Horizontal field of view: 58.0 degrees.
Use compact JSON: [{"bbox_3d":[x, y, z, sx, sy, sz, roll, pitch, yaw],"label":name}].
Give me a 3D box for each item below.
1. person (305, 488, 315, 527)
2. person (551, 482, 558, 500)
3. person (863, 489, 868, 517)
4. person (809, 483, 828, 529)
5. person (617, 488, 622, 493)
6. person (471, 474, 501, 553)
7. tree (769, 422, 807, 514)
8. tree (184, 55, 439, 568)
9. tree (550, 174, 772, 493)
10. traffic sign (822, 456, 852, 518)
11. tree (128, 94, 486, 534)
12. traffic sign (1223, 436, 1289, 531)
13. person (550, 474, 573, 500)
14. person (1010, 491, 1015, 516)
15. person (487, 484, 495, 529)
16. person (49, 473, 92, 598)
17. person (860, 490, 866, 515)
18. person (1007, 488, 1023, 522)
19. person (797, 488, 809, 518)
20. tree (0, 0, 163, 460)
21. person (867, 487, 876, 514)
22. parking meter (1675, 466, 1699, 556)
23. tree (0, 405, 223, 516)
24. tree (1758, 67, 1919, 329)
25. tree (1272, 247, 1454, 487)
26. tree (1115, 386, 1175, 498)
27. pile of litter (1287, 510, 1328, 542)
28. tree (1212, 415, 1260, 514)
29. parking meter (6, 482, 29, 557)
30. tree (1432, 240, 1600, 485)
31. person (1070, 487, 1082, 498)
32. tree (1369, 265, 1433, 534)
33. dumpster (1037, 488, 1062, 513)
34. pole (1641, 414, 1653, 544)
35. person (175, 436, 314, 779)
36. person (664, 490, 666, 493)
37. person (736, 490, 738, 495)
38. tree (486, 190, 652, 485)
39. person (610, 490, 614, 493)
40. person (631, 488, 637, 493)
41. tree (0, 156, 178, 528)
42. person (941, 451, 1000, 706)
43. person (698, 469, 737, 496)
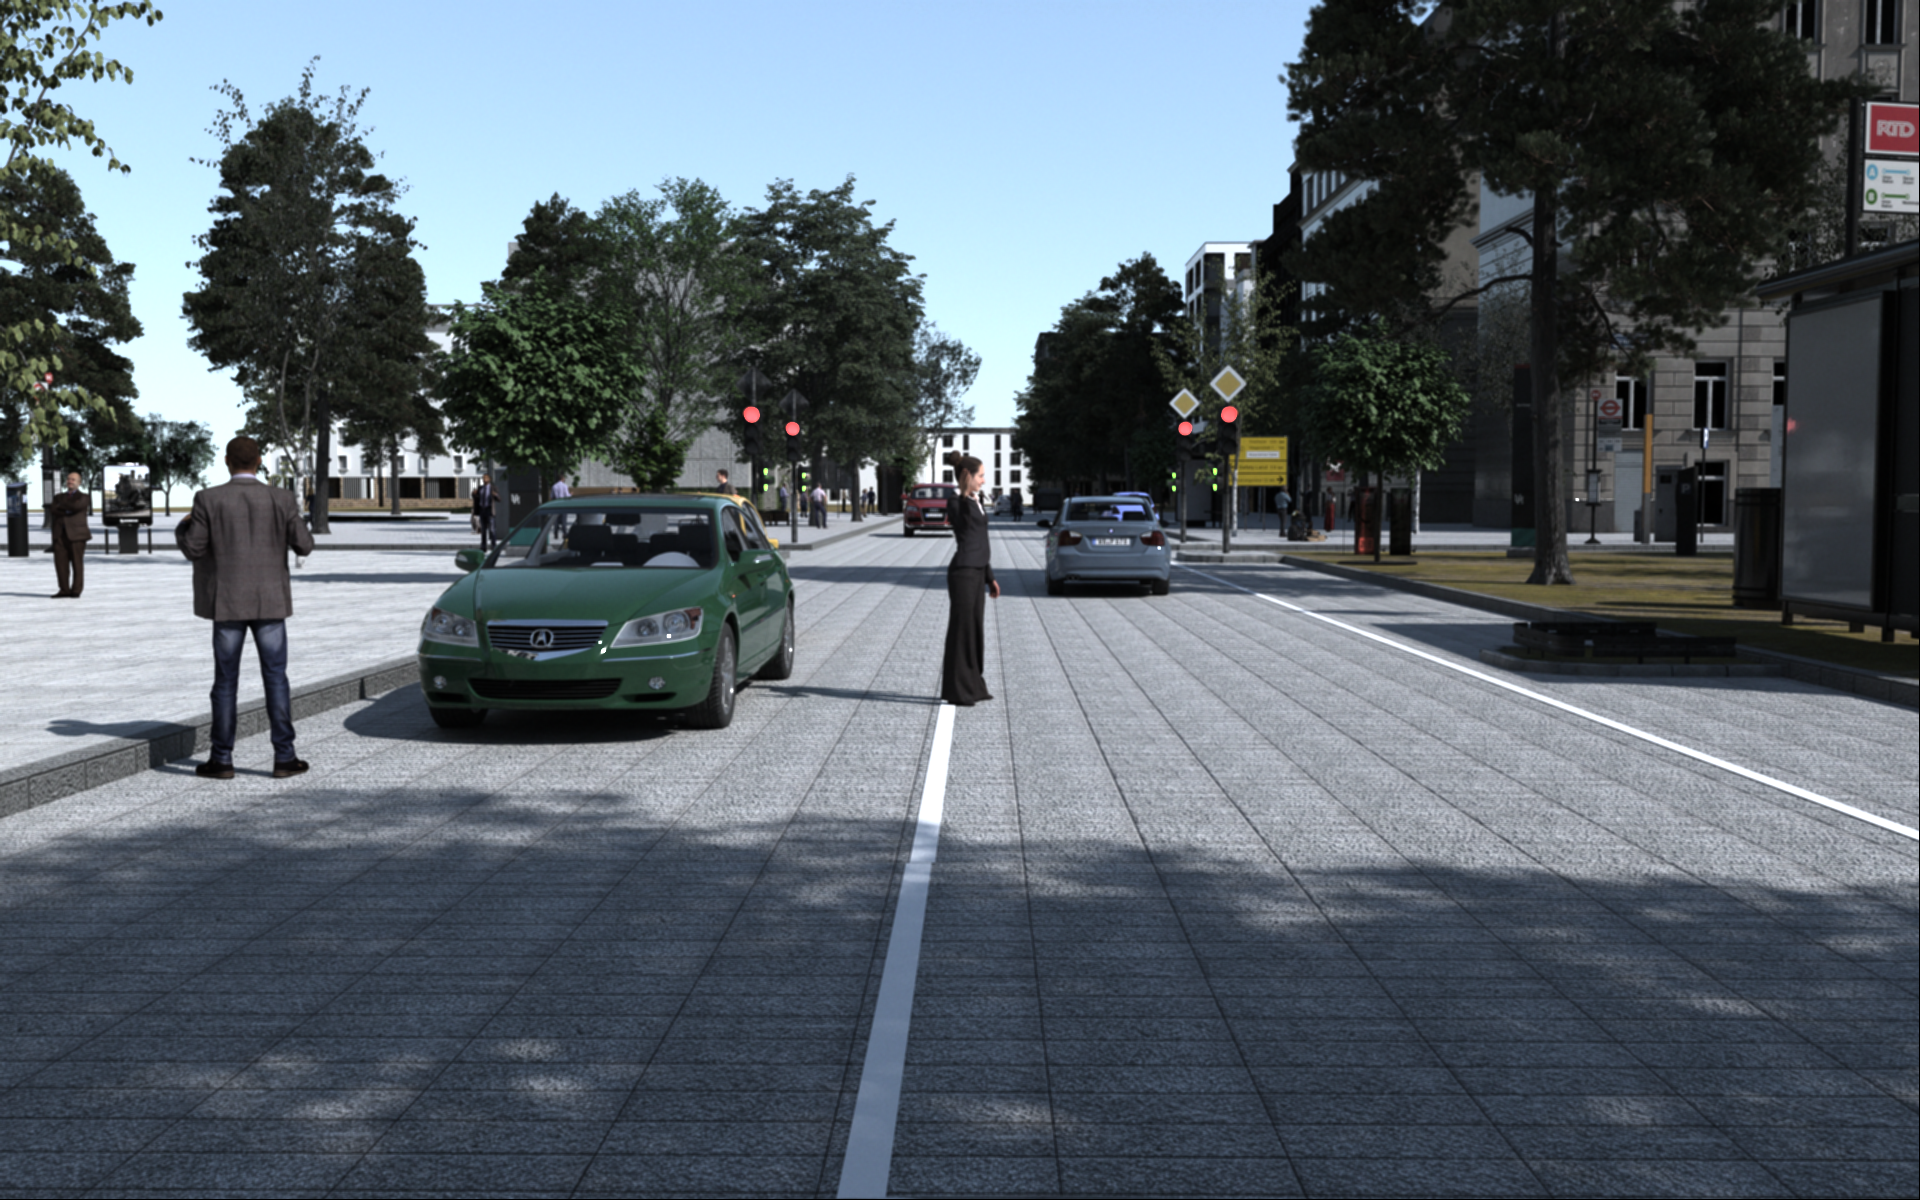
[{"bbox_3d":[-23.015,-3.229,61.380,0.480,1.512,0.613,1,4,10],"label":"person"},{"bbox_3d":[-14.469,-3.402,62.611,0.436,1.711,0.756,-3,4,-36],"label":"person"},{"bbox_3d":[-5.256,-5.394,96.298,0.319,1.574,0.516,0,4,-2],"label":"person"},{"bbox_3d":[-5.230,-3.519,64.522,0.756,1.711,0.436,2,4,35],"label":"person"},{"bbox_3d":[-15.910,-4.459,80.913,0.435,1.587,0.963,-3,4,-39],"label":"person"},{"bbox_3d":[-10.304,-1.881,37.624,0.655,1.722,0.431,1,4,17],"label":"person"},{"bbox_3d":[-11.118,-9.868,111.700,4.737,8.622,4.395,0,3,0],"label":"tree"},{"bbox_3d":[-11.386,-4.871,29.997,4.360,8.622,3.978,0,3,0],"label":"tree"},{"bbox_3d":[-9.704,-7.985,56.316,9.928,11.665,9.643,0,3,0],"label":"tree"},{"bbox_3d":[-6.833,-6.033,92.512,2.265,3.308,0.079,0,4,1],"label":"traffic sign"},{"bbox_3d":[-20.308,-9.019,54.877,7.806,13.903,7.818,0,3,0],"label":"tree"},{"bbox_3d":[10.318,-4.076,60.518,2.265,3.308,0.079,0,4,2],"label":"traffic sign"},{"bbox_3d":[-11.291,-2.656,49.342,0.709,1.838,0.599,1,4,22],"label":"person"},{"bbox_3d":[3.480,-6.288,112.777,0.415,1.643,0.593,1,4,11],"label":"person"},{"bbox_3d":[-17.168,-3.429,63.577,0.415,1.643,0.593,2,4,32],"label":"person"},{"bbox_3d":[-10.980,-0.801,21.405,0.482,1.546,0.388,0,4,4],"label":"person"},{"bbox_3d":[-6.059,-6.057,107.440,0.453,1.535,0.546,2,4,34],"label":"person"},{"bbox_3d":[2.829,-4.960,90.123,0.750,1.759,0.617,-3,5,-43],"label":"person"},{"bbox_3d":[-9.476,-5.866,103.911,0.435,1.587,0.963,-2,4,-29],"label":"person"},{"bbox_3d":[-7.483,-3.781,12.188,4.737,8.622,4.395,0,3,0],"label":"tree"},{"bbox_3d":[-5.604,-6.302,109.781,0.576,1.737,0.504,0,4,5],"label":"person"},{"bbox_3d":[15.148,-1.860,36.116,0.399,1.863,0.255,3,5,39],"label":"parking meter"},{"bbox_3d":[-53.431,-8.369,99.746,20.602,7.101,11.467,-1,4,-20],"label":"tree"},{"bbox_3d":[15.662,-4.888,30.283,4.360,8.622,3.978,0,3,0],"label":"tree"},{"bbox_3d":[15.450,-8.818,66.230,6.751,12.117,7.091,0,3,0],"label":"tree"},{"bbox_3d":[10.566,-9.035,98.091,4.360,8.622,3.978,0,3,0],"label":"tree"},{"bbox_3d":[9.522,-2.047,47.438,1.176,0.858,1.719,2,4,34],"label":"pile of litter"},{"bbox_3d":[17.852,-9.734,109.519,4.360,8.622,3.978,0,3,0],"label":"tree"},{"bbox_3d":[-19.244,-1.648,35.361,0.372,1.533,0.369,0,3,0],"label":"parking meter"},{"bbox_3d":[16.265,-6.103,50.151,4.360,8.622,3.978,0,3,0],"label":"tree"},{"bbox_3d":[4.597,-3.564,67.590,0.655,1.722,0.431,-1,4,-17],"label":"person"},{"bbox_3d":[14.812,-6.410,55.158,4.360,8.622,3.978,0,3,0],"label":"tree"},{"bbox_3d":[6.684,-7.419,129.522,1.865,1.857,1.264,0,4,0],"label":"dumpster"},{"bbox_3d":[17.589,-3.090,44.357,0.158,3.312,0.155,0,3,0],"label":"pole"},{"bbox_3d":[-3.630,0.031,8.818,0.655,1.722,0.431,-1,4,-22],"label":"person"},{"bbox_3d":[-17.695,-5.855,102.304,0.750,1.759,0.617,-1,4,-13],"label":"person"},{"bbox_3d":[-11.619,-4.961,89.842,0.600,1.496,0.574,1,4,16],"label":"person"},{"bbox_3d":[-16.805,-10.141,73.229,7.806,13.903,7.818,0,3,0],"label":"tree"},{"bbox_3d":[-20.934,-5.888,104.529,0.590,1.554,0.614,0,4,-2],"label":"person"},{"bbox_3d":[-12.890,-3.647,68.039,0.453,1.535,0.546,1,4,19],"label":"person"},{"bbox_3d":[-34.250,-9.593,64.272,7.806,13.903,7.818,0,3,0],"label":"tree"},{"bbox_3d":[0.106,-0.145,11.677,0.445,1.727,0.742,-1,4,-11],"label":"person"},{"bbox_3d":[-4.692,-1.637,33.343,0.750,1.759,0.617,-2,4,-25],"label":"person"}]
